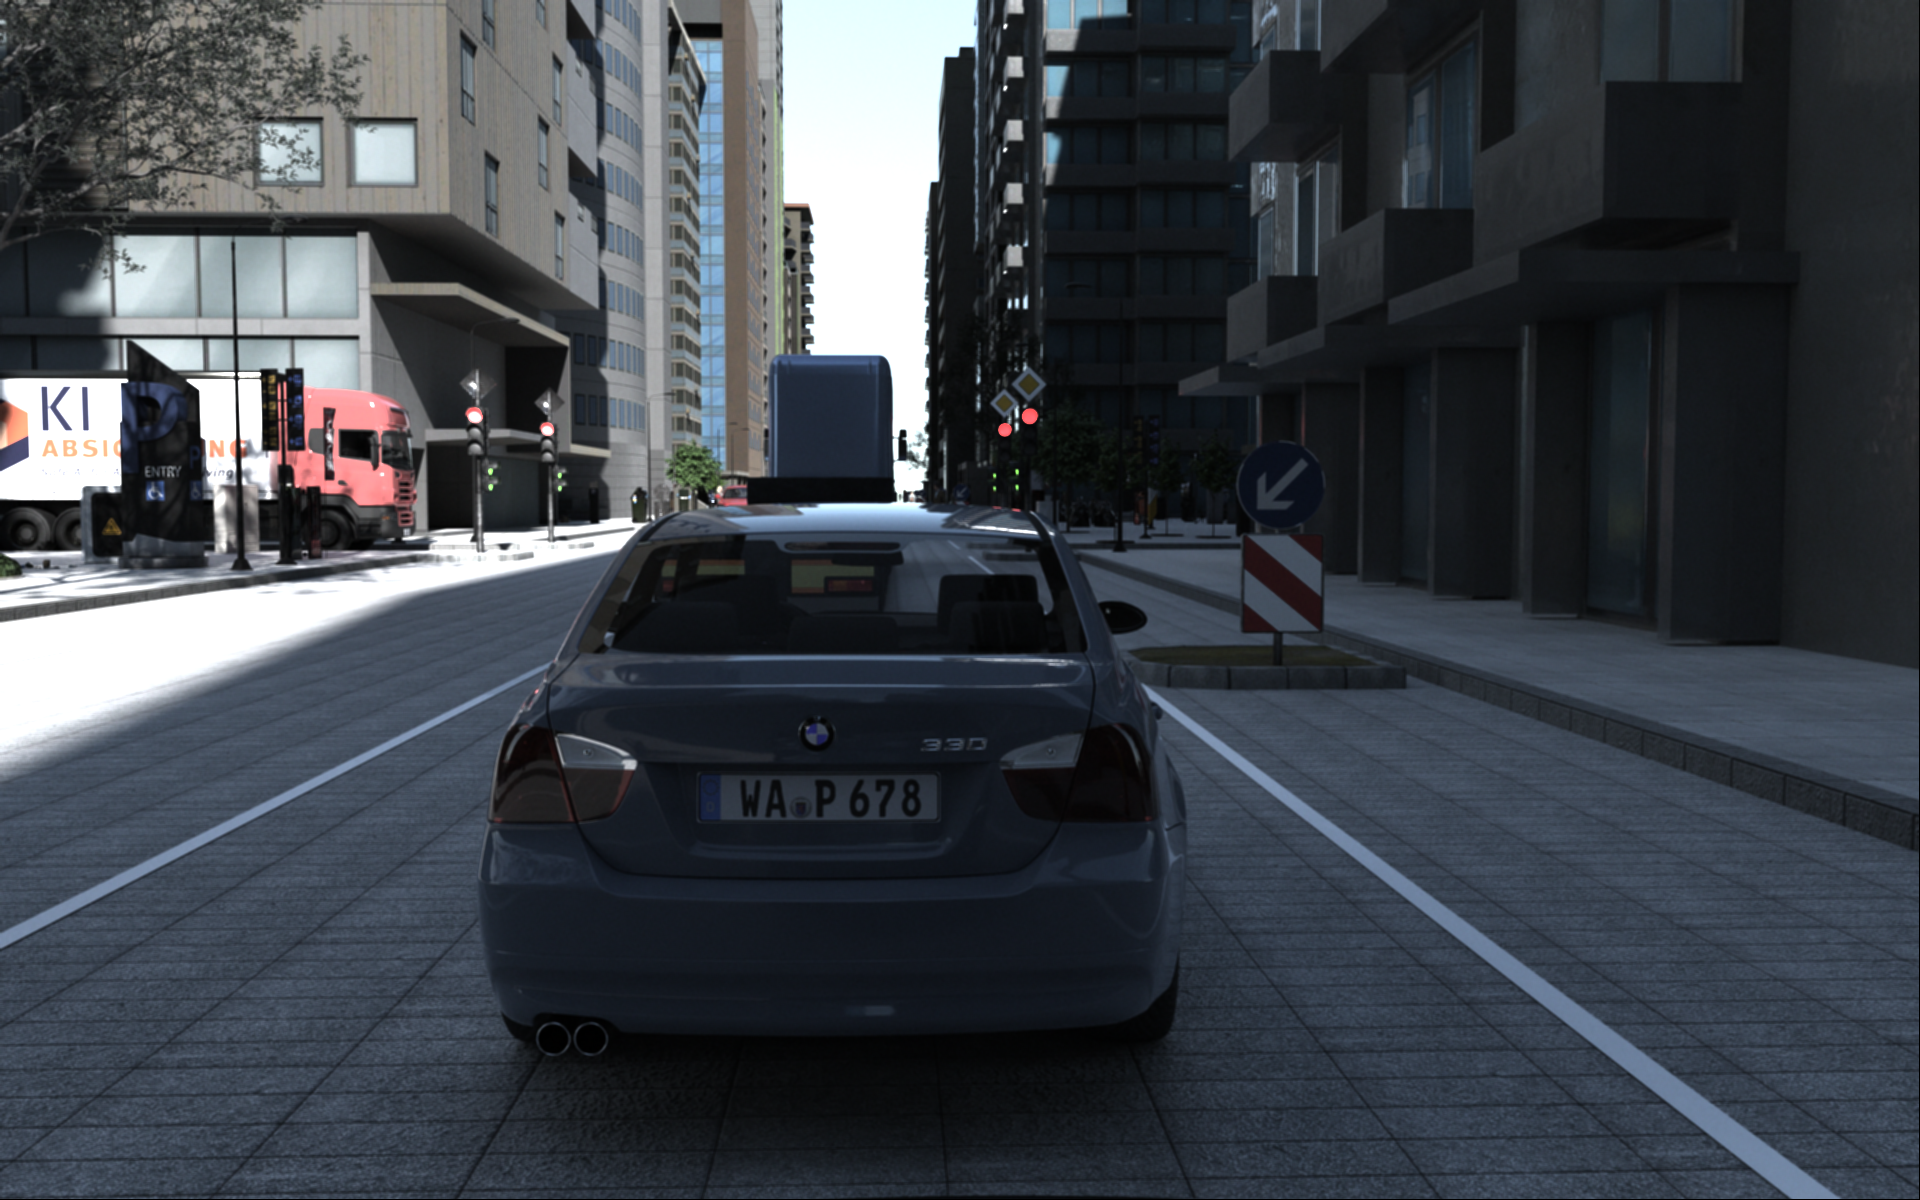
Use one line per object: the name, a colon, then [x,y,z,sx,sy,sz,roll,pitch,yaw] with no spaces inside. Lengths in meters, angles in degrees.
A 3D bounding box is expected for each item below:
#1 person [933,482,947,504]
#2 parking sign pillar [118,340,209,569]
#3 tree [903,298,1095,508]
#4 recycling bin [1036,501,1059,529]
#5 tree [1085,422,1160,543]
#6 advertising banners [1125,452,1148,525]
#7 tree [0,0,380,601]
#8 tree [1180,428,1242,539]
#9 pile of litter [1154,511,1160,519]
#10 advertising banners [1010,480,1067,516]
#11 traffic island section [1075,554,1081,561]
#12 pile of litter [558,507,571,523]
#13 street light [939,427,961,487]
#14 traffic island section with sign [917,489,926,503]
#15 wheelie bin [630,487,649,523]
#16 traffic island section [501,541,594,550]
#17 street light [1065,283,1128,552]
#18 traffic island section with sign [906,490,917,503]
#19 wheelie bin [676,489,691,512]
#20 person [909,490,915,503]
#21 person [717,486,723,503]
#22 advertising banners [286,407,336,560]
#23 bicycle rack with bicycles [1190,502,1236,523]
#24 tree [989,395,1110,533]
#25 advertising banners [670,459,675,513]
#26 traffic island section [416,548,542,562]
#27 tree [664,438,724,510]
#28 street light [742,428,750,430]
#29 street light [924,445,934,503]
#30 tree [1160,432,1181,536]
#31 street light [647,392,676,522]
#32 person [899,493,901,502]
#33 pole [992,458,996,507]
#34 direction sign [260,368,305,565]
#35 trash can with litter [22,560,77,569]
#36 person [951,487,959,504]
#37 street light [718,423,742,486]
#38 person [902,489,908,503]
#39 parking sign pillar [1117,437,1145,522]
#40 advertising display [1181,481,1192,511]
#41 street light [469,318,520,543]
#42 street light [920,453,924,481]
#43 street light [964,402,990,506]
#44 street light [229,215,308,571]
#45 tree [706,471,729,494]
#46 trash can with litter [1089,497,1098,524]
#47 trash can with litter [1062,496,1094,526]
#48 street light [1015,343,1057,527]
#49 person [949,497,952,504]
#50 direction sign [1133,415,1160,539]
person: [-0.736,-3.088,58.899,0.656,1.842,0.836,1,4,16]
parking sign pillar: [-13.909,-2.549,30.149,1.447,3.967,1.447,1,4,9]
tree: [2.278,-9.010,81.724,8.767,10.594,7.601,1,4,11]
recycling bin: [3.111,-3.009,61.748,0.722,1.027,0.722,0,4,-7]
tree: [3.968,-3.106,45.388,1.663,3.219,1.824,0,3,0]
advertising banners: [7.405,-4.648,72.180,0.090,3.025,2.074,-2,4,-26]
tree: [-12.204,-6.708,20.042,12.009,13.543,11.850,0,3,0]
tree: [7.517,-3.411,50.374,1.663,3.219,1.824,0,3,0]
pile of litter: [9.598,-4.543,88.235,1.719,0.858,1.176,-3,4,-37]
advertising banners: [2.884,-4.180,64.527,2.074,3.025,0.090,0,4,-1]
traffic island section: [1.536,-0.981,38.327,2.009,0.180,2.903,0,4,-2]
pile of litter: [-17.895,-3.879,77.380,1.176,0.858,1.719,2,4,27]
street light: [-0.500,-9.060,120.677,1.470,5.913,1.316,0,4,-2]
traffic island section with sign: [-1.220,-5.350,96.103,1.989,1.847,2.006,0,4,-2]
wheelie bin: [-14.026,-4.161,75.937,0.693,1.594,0.980,0,4,4]
traffic island section: [-10.831,-1.439,45.806,2.009,0.180,2.903,0,4,-2]
street light: [3.008,-4.020,38.262,1.470,5.913,1.316,0,4,-2]
traffic island section with sign: [-3.293,-8.362,145.345,1.989,1.847,2.006,0,4,-2]
wheelie bin: [-18.240,-6.500,114.184,0.980,1.594,0.693,-1,4,-14]
person: [-3.373,-6.853,121.542,0.512,1.701,0.522,0,4,0]
person: [-10.504,-4.144,76.429,0.526,1.800,0.537,1,4,23]
advertising banners: [-12.786,-2.325,34.200,0.090,3.025,2.074,0,4,7]
bicycle rack with bicycles: [12.039,-3.877,76.764,2.852,0.926,2.925,-3,5,-41]
tree: [3.677,-4.514,57.521,4.285,4.588,4.351,0,3,0]
advertising banners: [-14.102,-5.429,84.960,0.090,3.025,2.074,0,4,-1]
traffic island section: [-10.495,-0.951,37.828,2.009,0.180,2.903,0,4,-2]
tree: [-15.434,-7.136,100.390,4.285,4.588,4.351,0,3,0]
street light: [-15.538,-9.164,122.365,1.470,5.913,1.316,0,4,-2]
street light: [-2.359,-11.652,163.058,1.470,5.913,1.316,0,4,-2]
tree: [6.443,-3.572,53.000,1.663,3.219,1.824,0,3,0]
street light: [-13.683,-6.528,79.276,1.470,5.913,1.316,0,4,-2]
person: [-8.661,-14.707,250.427,0.415,1.643,0.593,1,4,20]
pole: [1.819,-6.040,92.589,0.158,3.312,0.155,0,3,0]
direction sign: [-12.237,-2.407,31.346,0.876,3.537,0.379,1,4,15]
trash can with litter: [-16.341,-1.131,29.544,2.233,1.210,1.678,-2,4,-24]
person: [-0.233,-4.602,84.290,0.362,1.759,0.519,2,4,27]
street light: [-15.130,-8.563,112.548,1.470,5.913,1.316,0,4,-2]
person: [-3.892,-6.759,119.603,0.643,1.750,0.593,1,4,8]
parking sign pillar: [7.943,-5.592,79.906,1.447,3.967,1.447,-1,4,-10]
advertising display: [11.121,-4.889,85.147,0.123,1.923,0.974,-1,4,-20]
street light: [-12.277,-4.474,45.699,1.470,5.913,1.316,0,4,-2]
street light: [-3.734,-13.723,196.913,1.470,5.913,1.316,0,4,-2]
street light: [0.917,-7.008,87.123,1.470,5.913,1.316,0,4,-2]
street light: [-11.552,-3.452,28.980,1.470,5.913,1.316,0,4,-2]
tree: [-16.648,-7.476,116.833,1.663,3.219,1.824,0,3,0]
trash can with litter: [6.033,-3.822,73.881,1.055,1.170,0.624,0,4,-1]
trash can with litter: [4.986,-3.649,70.718,1.678,1.210,2.233,0,4,3]
street light: [2.386,-4.943,53.361,1.470,5.913,1.316,0,4,-2]
person: [-0.472,-4.642,88.652,0.590,1.304,0.306,-3,5,-43]
direction sign: [5.352,-3.538,49.844,0.876,3.537,0.379,3,4,38]
